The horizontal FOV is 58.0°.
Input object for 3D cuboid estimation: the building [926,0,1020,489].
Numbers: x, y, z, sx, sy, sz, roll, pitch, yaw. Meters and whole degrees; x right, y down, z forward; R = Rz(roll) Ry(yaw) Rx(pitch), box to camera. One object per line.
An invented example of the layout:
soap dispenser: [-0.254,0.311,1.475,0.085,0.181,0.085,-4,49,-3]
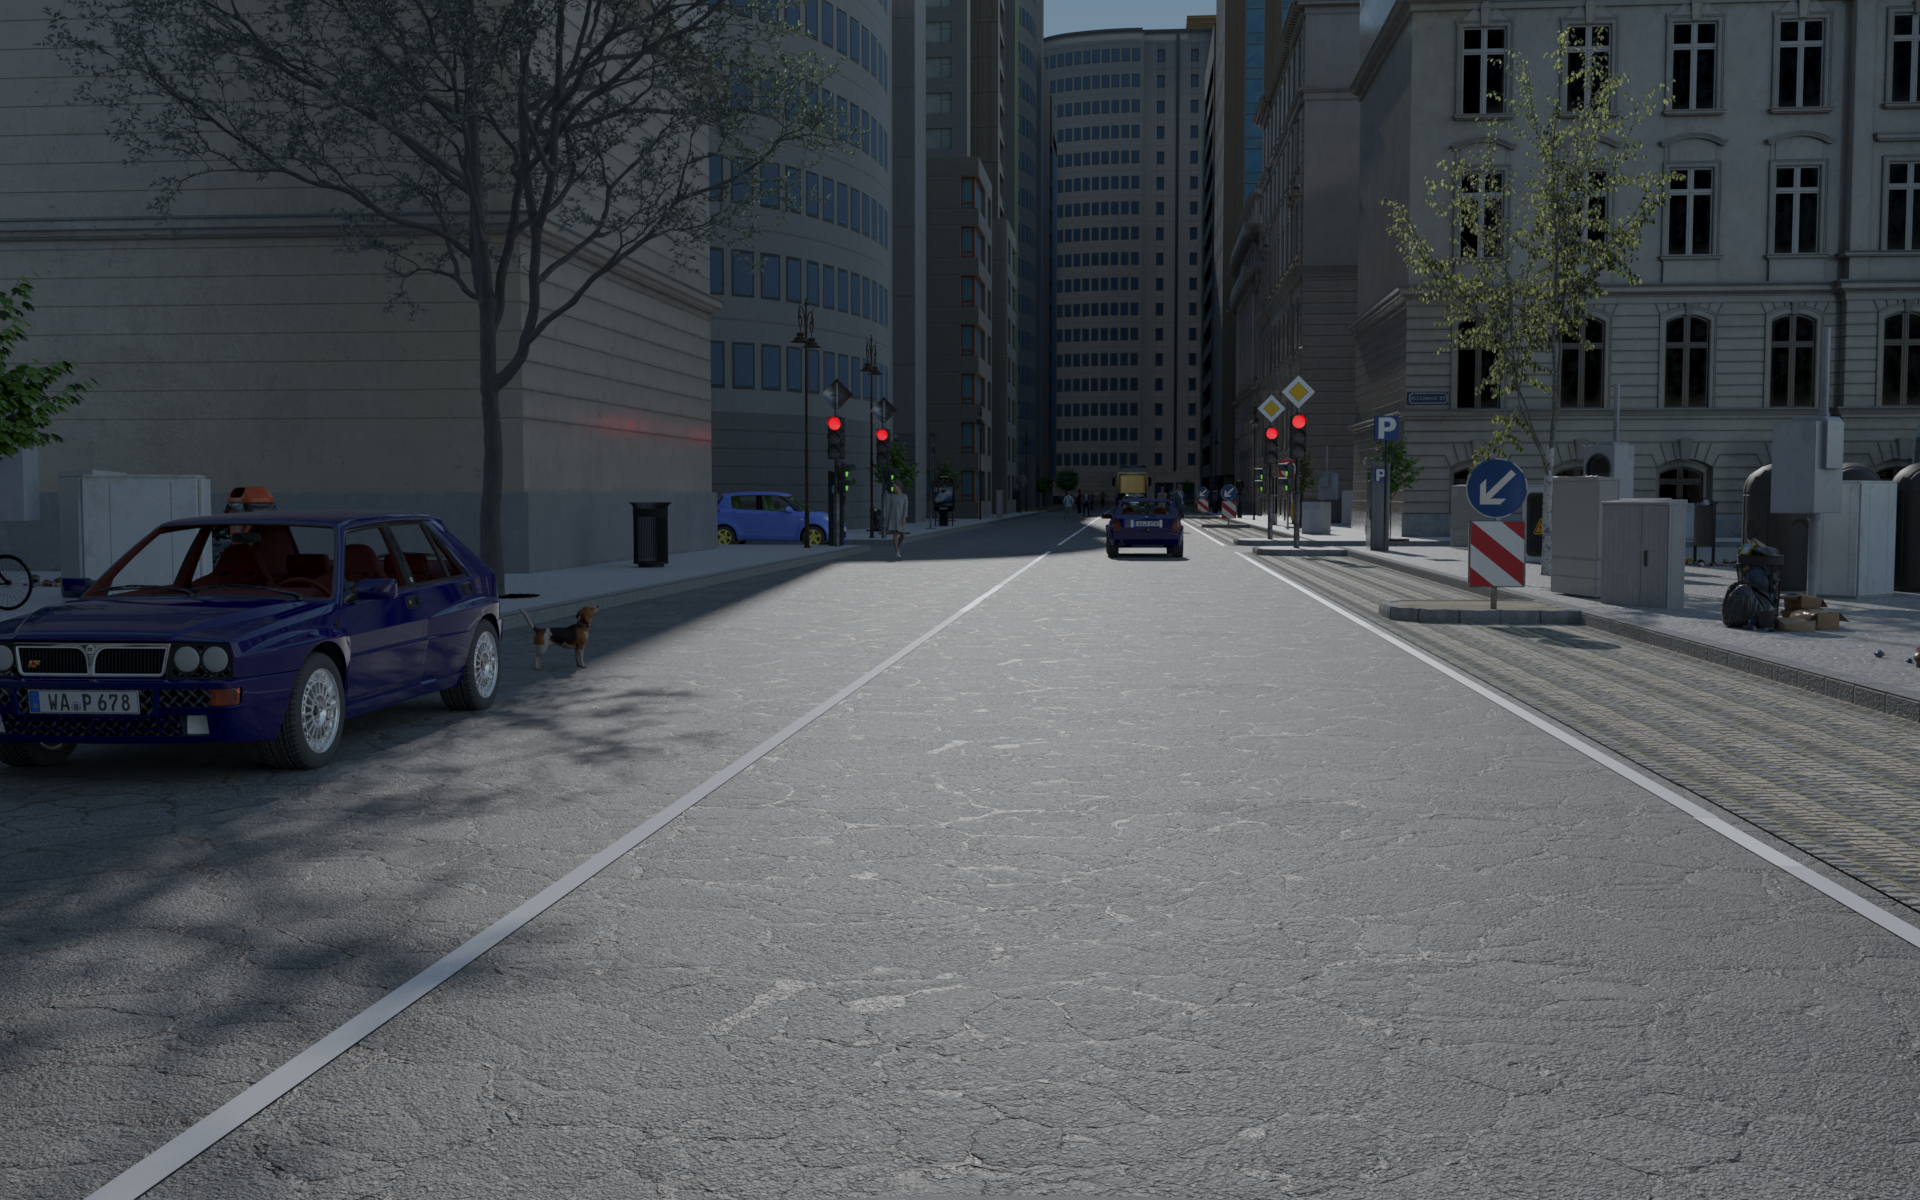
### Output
building: [-2.946,-27.444,132.299,14.154,41.232,14.086,0,4,6]

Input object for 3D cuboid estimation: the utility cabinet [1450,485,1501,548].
utility cabinet: [12.048,-1.946,40.501,0.318,1.500,1.173,-3,4,-37]

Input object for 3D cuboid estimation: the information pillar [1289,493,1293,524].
information pillar: [14.275,-5.036,73.685,0.504,3.616,0.183,-3,4,-38]

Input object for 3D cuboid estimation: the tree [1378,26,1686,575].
tree: [9.095,-4.705,27.294,4.360,8.622,3.978,0,3,0]

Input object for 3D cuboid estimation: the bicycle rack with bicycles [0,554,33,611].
bicycle rack with bicycles: [-11.842,-0.298,18.261,2.925,0.926,2.852,1,4,13]

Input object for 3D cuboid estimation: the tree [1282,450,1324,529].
tree: [12.809,-4.296,64.843,1.663,3.219,1.824,0,3,0]

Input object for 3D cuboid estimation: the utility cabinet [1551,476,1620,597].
utility cabinet: [7.843,-0.798,21.722,0.318,1.500,1.173,0,4,-7]

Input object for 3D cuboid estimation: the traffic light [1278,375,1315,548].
traffic light: [7.976,-3.187,41.034,0.839,4.253,0.868,0,4,6]

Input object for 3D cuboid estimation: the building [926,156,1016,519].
building: [-11.371,-15.881,104.691,27.650,21.520,28.899,0,4,6]

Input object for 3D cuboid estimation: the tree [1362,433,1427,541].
tree: [12.008,-3.247,47.684,1.663,3.219,1.824,0,3,0]

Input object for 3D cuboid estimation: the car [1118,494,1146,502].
car: [10.826,-5.844,107.348,2.131,1.459,4.920,0,4,7]

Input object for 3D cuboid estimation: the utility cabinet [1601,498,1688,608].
utility cabinet: [7.837,-0.534,19.899,0.306,1.237,1.020,-1,4,-23]

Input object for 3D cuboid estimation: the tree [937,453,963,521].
tree: [-0.650,-5.331,81.771,1.663,3.219,1.824,0,3,0]

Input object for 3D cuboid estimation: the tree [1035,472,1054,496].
tree: [7.201,-9.347,147.427,1.663,3.219,1.824,0,3,0]

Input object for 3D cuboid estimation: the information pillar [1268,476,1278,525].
information pillar: [13.038,-4.139,72.161,0.304,2.012,0.304,2,4,35]

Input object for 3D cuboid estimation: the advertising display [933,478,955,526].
advertising display: [-0.633,-3.899,68.956,0.974,1.923,0.123,2,4,35]

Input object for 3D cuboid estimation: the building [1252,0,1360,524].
building: [21.605,-17.676,86.267,12.463,27.353,25.104,0,4,6]

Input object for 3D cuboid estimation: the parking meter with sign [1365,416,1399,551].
parking meter with sign: [9.554,-2.643,39.470,0.543,3.016,1.738,0,4,4]

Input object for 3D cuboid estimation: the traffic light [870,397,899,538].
traffic light: [-2.189,-3.739,50.055,0.839,4.253,0.868,0,4,6]

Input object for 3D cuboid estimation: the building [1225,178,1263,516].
building: [24.259,-16.454,110.824,13.314,21.916,24.055,0,4,6]

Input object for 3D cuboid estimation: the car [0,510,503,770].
car: [-4.091,0.141,10.282,1.945,1.354,3.894,0,4,4]

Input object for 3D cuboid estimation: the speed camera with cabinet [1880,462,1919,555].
speed camera with cabinet: [21.272,-2.687,38.270,0.660,3.252,2.038,0,4,3]

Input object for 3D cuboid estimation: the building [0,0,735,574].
building: [-17.367,-15.124,34.672,23.554,28.519,14.401,0,4,6]

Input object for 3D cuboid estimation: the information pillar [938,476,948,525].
information pillar: [-0.699,-4.054,70.772,0.304,2.012,0.304,-2,4,-26]

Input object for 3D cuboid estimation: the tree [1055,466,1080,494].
tree: [12.510,-13.362,202.174,4.285,4.588,4.351,0,3,0]

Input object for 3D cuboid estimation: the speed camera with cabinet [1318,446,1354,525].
speed camera with cabinet: [15.783,-4.704,71.239,2.038,3.252,0.660,3,4,36]

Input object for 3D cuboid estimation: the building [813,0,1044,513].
building: [-3.856,-37.375,153.076,21.231,58.520,28.212,0,4,6]

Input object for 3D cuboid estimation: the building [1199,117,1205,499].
building: [33.438,-30.978,190.081,14.154,41.232,14.086,0,4,6]

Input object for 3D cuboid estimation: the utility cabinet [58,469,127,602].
utility cabinet: [-8.049,-0.455,16.125,0.318,1.500,1.173,-3,5,-41]

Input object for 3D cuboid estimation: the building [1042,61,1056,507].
building: [1.737,-32.057,174.250,14.600,45.320,14.200,0,4,6]

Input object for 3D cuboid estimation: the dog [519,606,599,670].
dog: [-3.291,0.307,14.265,0.406,0.507,0.540,2,4,27]

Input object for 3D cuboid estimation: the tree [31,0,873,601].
tree: [-5.656,-6.769,21.043,12.009,13.543,11.850,0,3,0]

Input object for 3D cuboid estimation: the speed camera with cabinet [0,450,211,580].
speed camera with cabinet: [-7.553,-1.253,14.815,2.038,3.252,0.660,-1,4,-16]

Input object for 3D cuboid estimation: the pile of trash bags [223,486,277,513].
pile of trash bags: [-9.096,-0.667,20.657,3.447,1.369,1.912,3,5,41]

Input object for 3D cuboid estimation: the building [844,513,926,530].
building: [-13.397,-32.045,65.927,21.231,58.520,28.212,0,4,6]

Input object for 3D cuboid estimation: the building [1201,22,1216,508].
building: [35.232,-33.494,171.323,21.300,48.544,21.600,0,4,6]

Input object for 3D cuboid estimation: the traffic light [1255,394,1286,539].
traffic light: [8.770,-3.673,48.980,0.839,4.253,0.868,0,4,6]

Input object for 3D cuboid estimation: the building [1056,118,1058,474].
building: [3.354,-33.141,191.969,14.200,45.320,14.600,0,4,6]

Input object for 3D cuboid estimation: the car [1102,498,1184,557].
car: [4.293,-1.710,40.535,1.945,1.354,3.894,0,4,4]

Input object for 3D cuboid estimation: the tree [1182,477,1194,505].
tree: [25.674,-12.350,196.525,1.663,3.219,1.824,0,3,0]

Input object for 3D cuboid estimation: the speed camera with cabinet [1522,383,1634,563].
speed camera with cabinet: [11.227,-2.275,31.529,0.660,3.252,2.038,-2,4,-31]

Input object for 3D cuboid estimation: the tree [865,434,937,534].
tree: [-1.992,-3.725,55.501,1.663,3.219,1.824,0,3,0]

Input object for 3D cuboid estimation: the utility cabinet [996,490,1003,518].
utility cabinet: [2.125,-5.153,92.925,0.318,1.500,1.173,0,4,5]

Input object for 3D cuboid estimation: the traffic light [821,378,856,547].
traffic light: [-2.983,-3.253,42.109,0.839,4.253,0.868,0,4,6]

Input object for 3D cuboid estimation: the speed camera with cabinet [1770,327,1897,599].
speed camera with cabinet: [10.733,-1.645,21.236,2.038,3.252,0.660,-3,4,-37]

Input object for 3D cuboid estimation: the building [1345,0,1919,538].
building: [30.547,-14.395,54.441,34.723,24.649,14.460,0,4,6]

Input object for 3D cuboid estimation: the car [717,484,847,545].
car: [-4.860,-2.235,46.133,3.694,1.707,1.945,0,4,5]

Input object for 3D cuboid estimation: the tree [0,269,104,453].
tree: [-7.469,-1.105,12.670,1.663,3.219,1.824,0,3,0]
